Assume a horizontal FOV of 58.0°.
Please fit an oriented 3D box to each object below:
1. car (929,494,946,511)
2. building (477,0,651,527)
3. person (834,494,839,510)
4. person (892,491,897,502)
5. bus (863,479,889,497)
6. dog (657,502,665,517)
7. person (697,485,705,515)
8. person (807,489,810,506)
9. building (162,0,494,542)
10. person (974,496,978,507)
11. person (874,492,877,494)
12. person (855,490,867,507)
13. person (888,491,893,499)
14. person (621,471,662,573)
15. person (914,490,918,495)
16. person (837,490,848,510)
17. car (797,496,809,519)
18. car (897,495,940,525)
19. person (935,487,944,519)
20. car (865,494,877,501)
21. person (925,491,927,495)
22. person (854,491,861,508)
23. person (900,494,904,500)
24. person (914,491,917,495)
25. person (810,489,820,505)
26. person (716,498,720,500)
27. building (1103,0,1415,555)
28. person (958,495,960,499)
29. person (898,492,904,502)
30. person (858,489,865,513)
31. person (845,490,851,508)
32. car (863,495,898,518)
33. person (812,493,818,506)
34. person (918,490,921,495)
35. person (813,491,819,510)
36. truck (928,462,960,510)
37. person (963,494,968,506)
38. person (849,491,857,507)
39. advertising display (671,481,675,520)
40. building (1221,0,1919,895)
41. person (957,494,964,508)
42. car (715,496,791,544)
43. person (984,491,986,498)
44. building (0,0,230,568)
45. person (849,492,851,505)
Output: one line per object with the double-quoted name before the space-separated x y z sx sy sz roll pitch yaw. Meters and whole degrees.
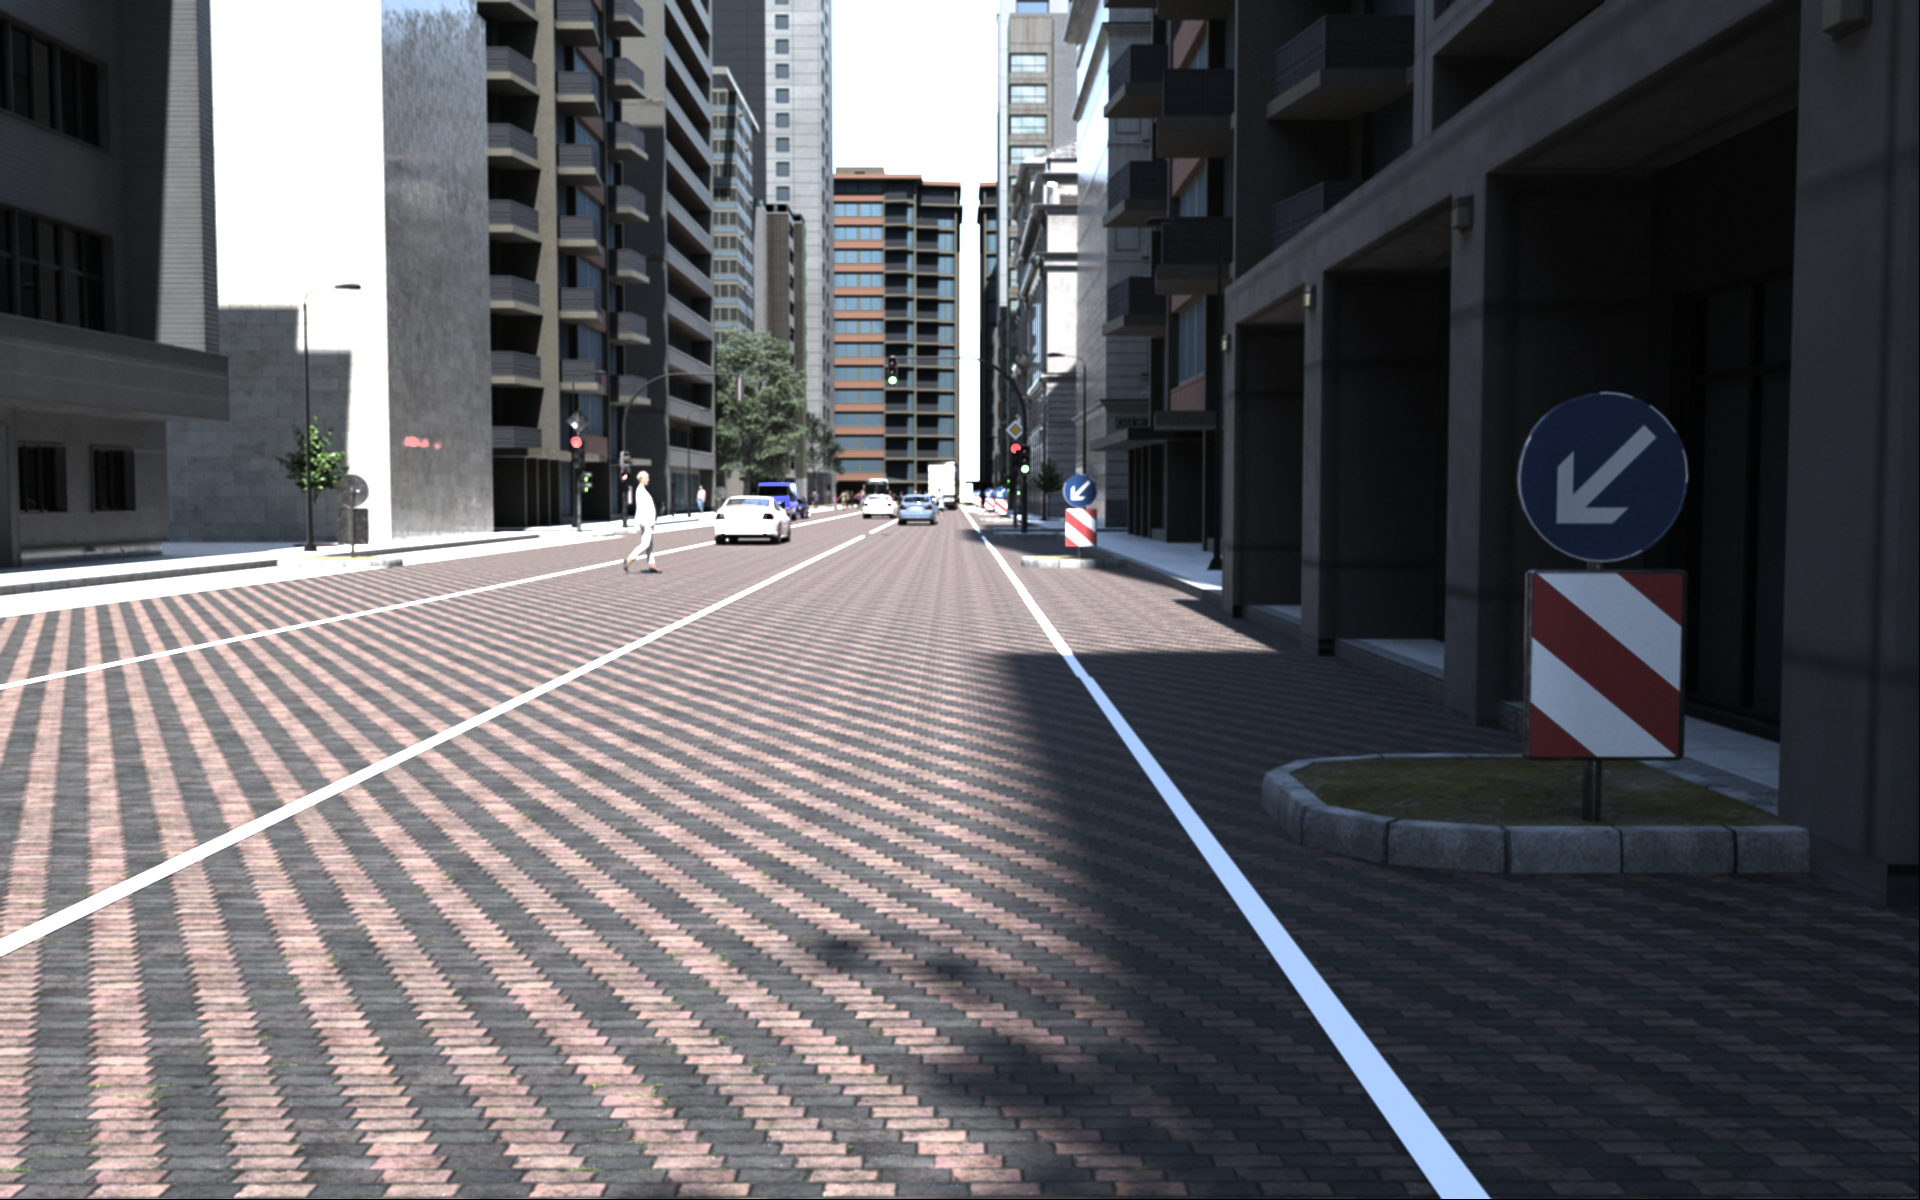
"car" -2.209 -8.056 143.725 2.014 1.417 4.499 0 4 1
"building" -26.434 -25.889 77.902 22.147 44.769 28.867 0 4 0
"person" -11.069 -8.767 155.064 0.599 1.433 0.991 1 4 23
"person" -6.927 -10.414 179.452 1.217 1.739 0.721 0 4 7
"bus" -9.901 -12.952 206.623 2.948 3.499 13.247 0 4 -1
"dog" -17.144 -5.159 98.732 0.800 0.831 0.513 -2 4 -29
"person" -16.166 -6.237 108.032 0.555 1.821 0.388 0 4 3
"person" -16.401 -11.087 187.339 0.705 1.821 1.348 -1 4 -18
"building" -23.666 -11.999 50.930 16.860 20.320 10.420 0 4 0
"person" 1.681 -10.466 180.441 0.721 1.723 1.217 1 4 13
"person" -9.666 -11.386 195.443 0.721 1.735 1.217 -2 4 -28
"person" -10.656 -10.883 186.372 1.348 1.831 0.705 1 4 19
"person" -7.228 -10.295 177.348 0.721 1.766 1.217 -2 4 -35
"person" -5.740 -1.395 31.182 0.818 1.842 0.514 -2 4 -30
"person" -3.720 -8.203 143.066 0.568 1.767 0.683 -1 4 -21
"person" -10.350 -8.861 153.380 0.705 1.824 1.348 2 4 35
"car" -9.871 -5.474 102.081 1.945 1.354 3.894 0 4 0
"car" -1.966 -4.240 81.327 2.014 1.417 4.499 0 4 2
"person" -1.228 -5.552 99.367 0.616 1.811 0.778 -3 5 -42
"car" -9.566 -10.895 190.135 2.014 1.417 4.499 0 4 -1
"person" -4.206 -12.368 210.708 0.705 1.826 1.348 -1 4 -15
"person" -10.052 -9.976 172.297 1.217 1.739 0.721 -3 5 -40
"person" -6.302 -10.886 189.711 0.421 1.427 0.697 3 5 41
"person" -4.924 -11.369 194.470 0.705 1.814 1.350 -2 4 -26
"person" -15.887 -11.198 189.135 1.348 1.823 0.705 -1 4 -16
"person" -17.609 -7.362 126.616 0.583 1.804 0.606 0 4 4
"building" 15.072 -23.686 41.892 22.147 44.769 28.867 0 4 0
"person" -0.461 -9.784 168.599 1.348 1.807 0.705 -3 5 -39
"person" -6.630 -11.530 197.834 1.217 1.723 0.721 -3 5 -44
"person" -7.382 -7.387 129.559 0.573 1.790 0.520 0 4 8
"person" -11.332 -10.159 174.702 0.705 1.812 1.348 1 4 14
"car" -4.743 -5.547 103.053 2.083 1.381 4.827 0 4 1
"person" -15.496 -10.787 185.604 0.628 1.438 0.799 1 4 23
"person" -3.777 -9.458 163.093 0.705 1.831 1.348 0 4 -5
"person" -12.671 -8.764 152.706 0.541 1.710 0.530 0 4 -8
"truck" -1.511 -10.382 158.662 2.839 4.237 11.283 0 4 1
"person" 0.661 -12.240 211.842 0.991 1.433 0.599 0 4 -2
"person" -11.951 -11.192 191.506 1.348 1.821 0.705 0 4 6
"advertising display" -14.135 -4.901 85.344 0.123 1.923 0.974 0 4 -7
"building" 13.395 -34.871 8.400 20.563 71.187 20.611 0 4 0
"person" 0.017 -10.165 177.882 0.628 1.438 0.799 2 4 27
"car" -6.047 -2.346 50.720 2.083 1.381 4.827 0 3 0
"person" 3.291 -12.787 215.939 0.721 1.723 1.217 0 4 7
"building" -22.151 -12.351 21.008 14.314 24.678 30.058 0 4 0
"person" -12.694 -11.618 199.169 0.721 1.735 1.217 3 5 39
